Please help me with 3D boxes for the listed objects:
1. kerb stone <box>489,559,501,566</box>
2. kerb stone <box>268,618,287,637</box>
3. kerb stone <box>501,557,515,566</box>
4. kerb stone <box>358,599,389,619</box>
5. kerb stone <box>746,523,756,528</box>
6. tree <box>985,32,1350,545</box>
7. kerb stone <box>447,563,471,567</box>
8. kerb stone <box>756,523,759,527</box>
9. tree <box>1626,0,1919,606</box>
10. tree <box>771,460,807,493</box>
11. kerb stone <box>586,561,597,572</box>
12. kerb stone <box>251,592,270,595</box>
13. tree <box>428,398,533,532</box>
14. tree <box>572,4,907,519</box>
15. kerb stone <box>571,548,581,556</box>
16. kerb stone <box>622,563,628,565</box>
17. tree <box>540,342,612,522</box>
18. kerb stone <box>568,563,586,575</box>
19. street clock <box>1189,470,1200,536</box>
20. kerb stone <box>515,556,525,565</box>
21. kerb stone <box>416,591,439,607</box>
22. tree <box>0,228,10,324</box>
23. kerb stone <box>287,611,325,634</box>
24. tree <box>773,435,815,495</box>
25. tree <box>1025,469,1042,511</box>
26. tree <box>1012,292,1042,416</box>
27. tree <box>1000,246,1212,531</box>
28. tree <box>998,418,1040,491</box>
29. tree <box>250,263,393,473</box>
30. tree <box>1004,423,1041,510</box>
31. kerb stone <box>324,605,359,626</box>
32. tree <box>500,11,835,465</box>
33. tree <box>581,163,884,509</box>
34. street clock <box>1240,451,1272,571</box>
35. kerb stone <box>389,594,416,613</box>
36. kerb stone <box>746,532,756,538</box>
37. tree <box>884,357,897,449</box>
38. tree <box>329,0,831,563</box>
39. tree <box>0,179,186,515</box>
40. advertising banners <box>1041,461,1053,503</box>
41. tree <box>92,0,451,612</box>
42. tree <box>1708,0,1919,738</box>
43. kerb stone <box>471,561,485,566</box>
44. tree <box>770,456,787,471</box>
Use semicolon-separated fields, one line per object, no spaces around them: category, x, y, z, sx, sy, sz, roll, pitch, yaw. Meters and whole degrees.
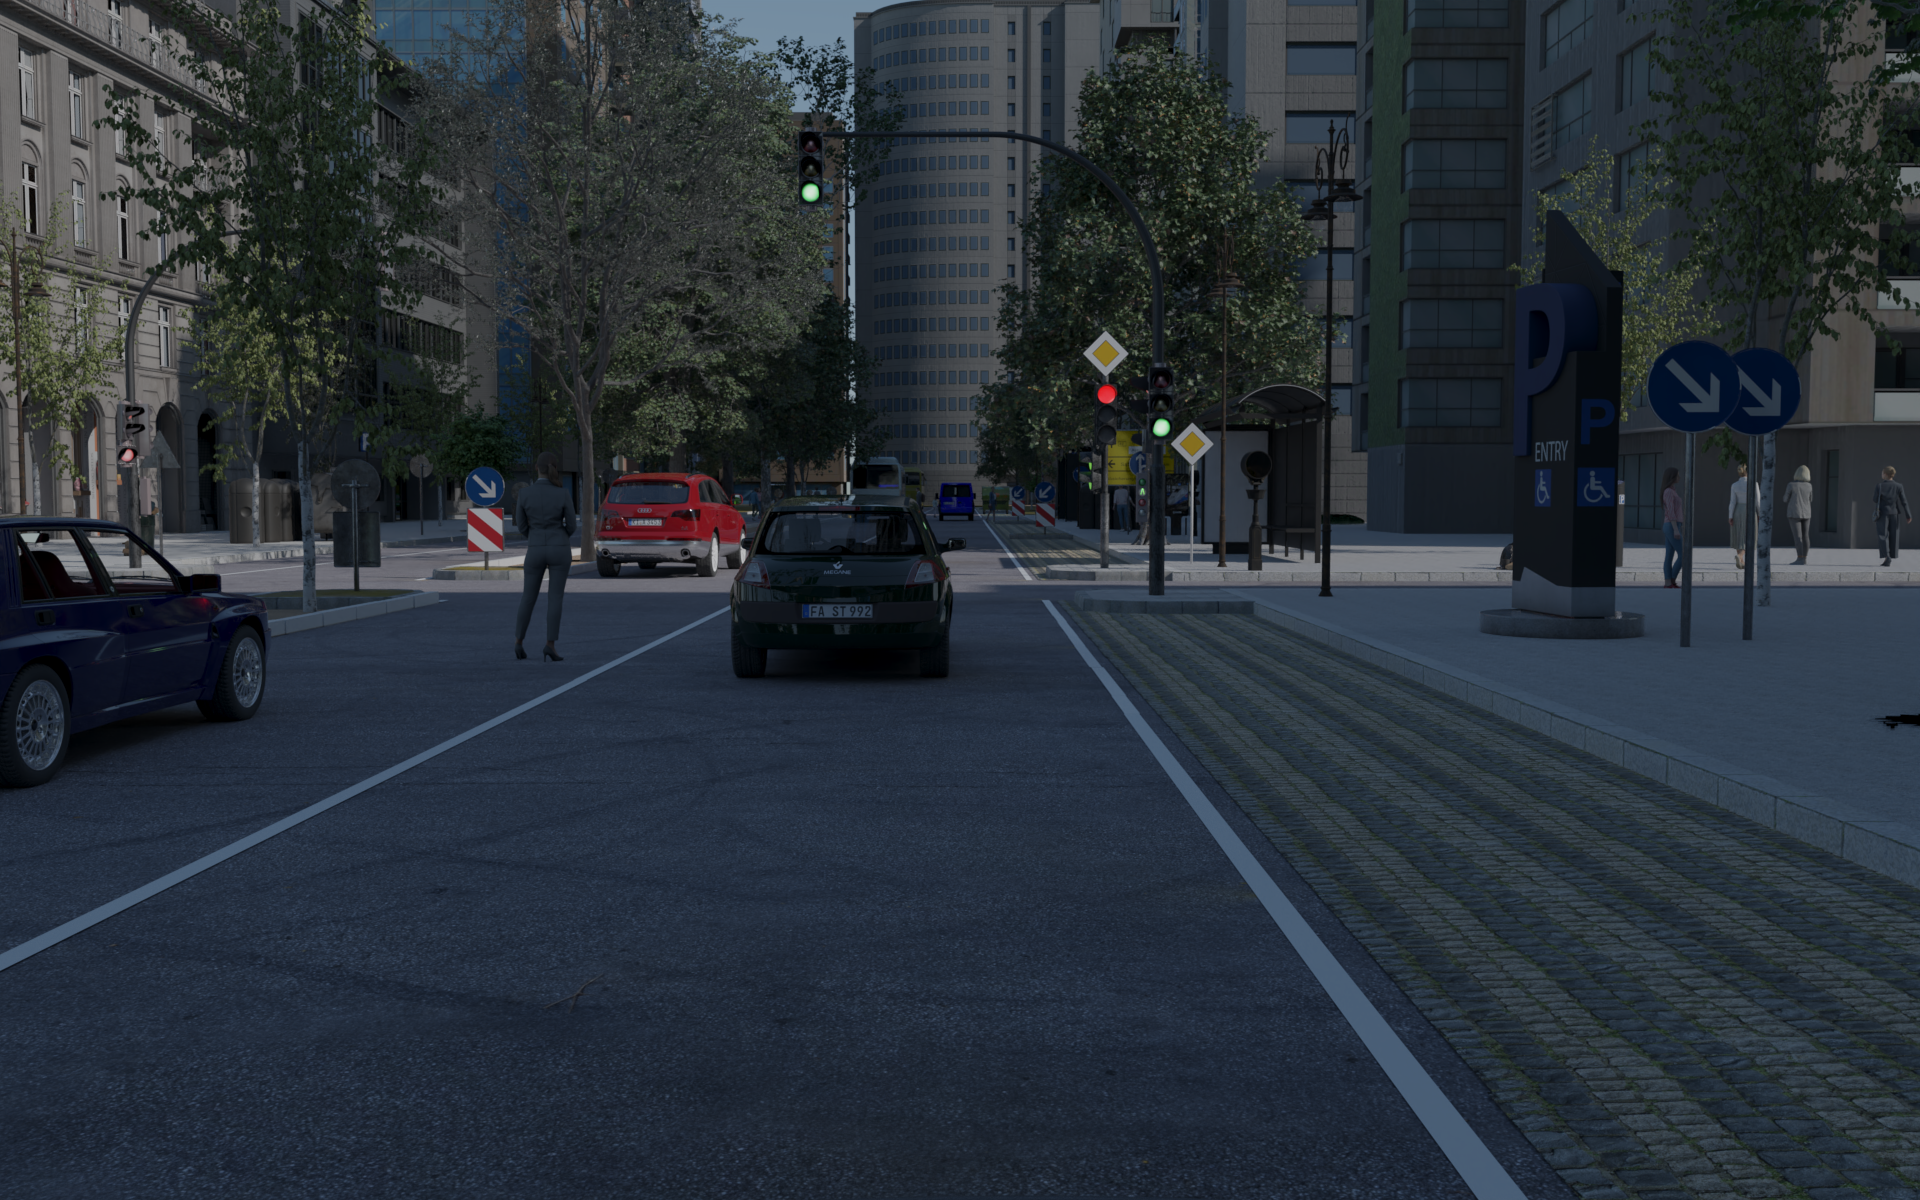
kerb stone;-9.015;-0.668;33.109;0.120;0.150;1.000;0;3;0
kerb stone;-6.955;0.307;17.182;0.120;0.150;1.000;0;3;0
kerb stone;-9.007;-0.730;34.135;0.120;0.150;1.000;0;3;0
kerb stone;-6.940;0.120;20.259;0.120;0.150;1.000;0;3;0
kerb stone;-8.938;-3.176;74.121;0.120;0.150;1.000;0;3;0
tree;4.942;-7.727;43.342;9.611;12.733;9.660;0;3;0
kerb stone;-9.015;-0.542;31.065;0.120;0.150;1.000;0;3;0
kerb stone;-8.937;-3.238;75.144;0.120;0.150;1.000;0;3;0
tree;9.425;-4.238;19.648;4.737;8.622;4.395;0;3;0
tree;-16.516;-14.019;163.626;8.767;10.594;7.601;1;4;15
kerb stone;-6.912;-0.605;32.103;0.120;0.150;1.000;0;3;0
kerb stone;-9.042;0.000;22.301;0.120;0.150;1.000;0;3;0
tree;-16.441;-4.639;59.567;4.285;4.588;4.351;0;3;0
tree;-8.772;-12.808;67.759;12.611;20.169;13.585;0;3;0
kerb stone;-8.994;-1.102;40.295;0.120;0.150;1.000;0;3;0
kerb stone;-6.905;-0.857;36.206;0.120;0.150;1.000;0;3;0
tree;-17.054;-7.857;78.828;4.737;8.622;4.395;0;3;0
kerb stone;-6.918;-0.543;31.070;0.120;0.150;1.000;0;3;0
street clock;7.084;-2.925;52.394;0.358;2.002;0.471;0;4;-4
kerb stone;-9.012;-0.794;35.171;0.120;0.150;1.000;0;3;0
kerb stone;-6.929;-0.008;22.325;0.120;0.150;1.000;0;3;0
tree;-21.444;-5.195;35.302;4.360;8.622;3.978;0;3;0
kerb stone;-6.946;0.247;18.204;0.120;0.150;1.000;0;3;0
tree;-7.904;-8.250;87.702;4.360;8.622;3.978;0;3;0
tree;5.876;-8.540;134.235;1.663;3.219;1.824;0;3;0
tree;5.879;-9.019;73.217;9.928;11.665;9.643;0;3;0
tree;5.845;-7.684;60.051;8.767;10.594;7.601;0;4;-1
tree;5.503;-12.474;154.304;4.737;8.622;4.395;0;3;0
tree;-19.938;-6.339;54.005;4.360;8.622;3.978;0;3;0
tree;5.645;-11.713;141.869;4.360;8.622;3.978;0;3;0
kerb stone;-6.941;0.181;19.237;0.120;0.150;1.000;0;3;0
tree;-7.748;-8.426;46.871;9.857;13.997;8.962;0;3;0
tree;-7.648;-8.399;56.795;9.611;12.733;9.660;0;3;0
street clock;4.945;-1.492;28.968;0.471;2.002;0.358;-1;4;-11
kerb stone;-6.937;0.061;21.290;0.120;0.150;1.000;0;3;0
kerb stone;-6.870;-2.106;56.701;0.120;0.150;1.000;0;3;0
tree;-7.768;-9.768;79.175;9.611;12.733;9.660;0;3;0
tree;-7.778;-7.526;35.872;12.009;13.543;11.850;0;3;0
tree;-21.933;-5.571;41.454;4.737;8.622;4.395;0;3;0
advertising banners;4.459;-5.687;89.164;0.090;3.025;2.074;1;4;20
tree;-7.810;-4.135;20.421;4.737;8.622;4.395;0;3;0
tree;5.498;-5.087;8.929;9.928;11.665;9.643;0;3;0
kerb stone;-9.018;-0.603;32.087;0.120;0.150;1.000;0;3;0
tree;-16.784;-13.581;147.803;9.928;11.665;9.643;0;3;0
